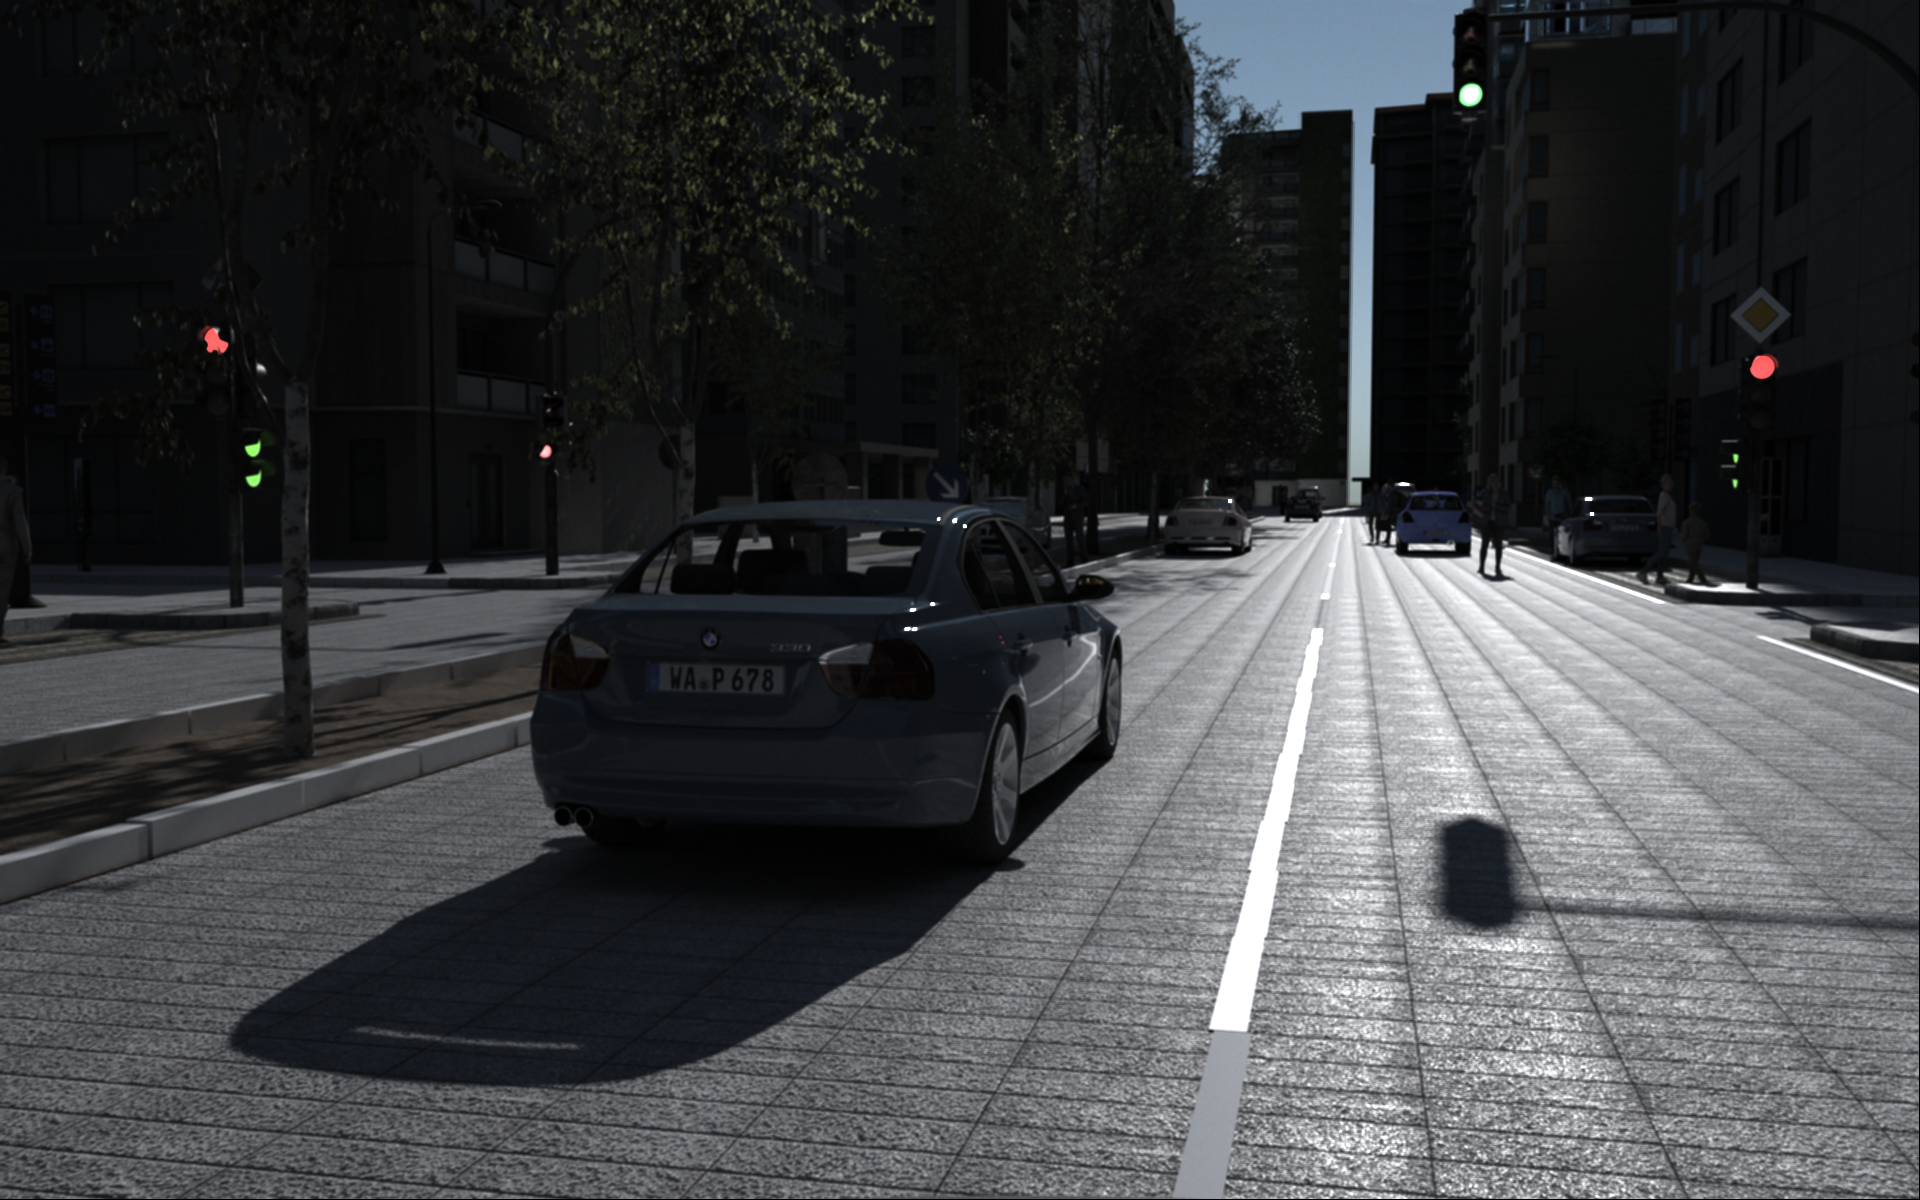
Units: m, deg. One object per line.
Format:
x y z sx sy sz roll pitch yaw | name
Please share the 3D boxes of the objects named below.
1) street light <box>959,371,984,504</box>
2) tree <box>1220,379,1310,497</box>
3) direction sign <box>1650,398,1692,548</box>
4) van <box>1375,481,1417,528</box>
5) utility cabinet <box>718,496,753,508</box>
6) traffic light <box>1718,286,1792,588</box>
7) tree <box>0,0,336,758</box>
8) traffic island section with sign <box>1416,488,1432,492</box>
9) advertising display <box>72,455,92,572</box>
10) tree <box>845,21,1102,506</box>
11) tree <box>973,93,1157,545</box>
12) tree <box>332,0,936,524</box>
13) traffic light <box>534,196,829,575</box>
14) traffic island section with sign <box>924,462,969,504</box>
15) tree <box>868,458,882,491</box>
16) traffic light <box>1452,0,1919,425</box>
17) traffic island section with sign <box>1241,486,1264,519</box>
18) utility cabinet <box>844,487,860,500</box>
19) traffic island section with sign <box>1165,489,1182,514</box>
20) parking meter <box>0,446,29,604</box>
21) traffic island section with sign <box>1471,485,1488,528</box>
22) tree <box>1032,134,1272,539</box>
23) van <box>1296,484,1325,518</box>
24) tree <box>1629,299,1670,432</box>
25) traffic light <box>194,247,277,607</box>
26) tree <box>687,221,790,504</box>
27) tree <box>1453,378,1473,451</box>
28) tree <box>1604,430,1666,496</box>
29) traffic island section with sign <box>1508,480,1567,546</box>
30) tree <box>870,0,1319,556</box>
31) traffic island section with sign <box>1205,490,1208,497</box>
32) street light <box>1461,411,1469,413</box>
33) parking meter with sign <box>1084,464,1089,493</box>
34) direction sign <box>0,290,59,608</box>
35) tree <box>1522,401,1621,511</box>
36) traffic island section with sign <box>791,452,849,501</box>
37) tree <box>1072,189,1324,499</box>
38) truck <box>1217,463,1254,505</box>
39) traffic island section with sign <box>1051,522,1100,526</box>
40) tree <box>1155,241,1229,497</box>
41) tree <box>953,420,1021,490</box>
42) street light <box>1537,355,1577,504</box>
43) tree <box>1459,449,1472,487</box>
0.524 -5.673 65.287 1.470 5.913 1.316 1 4 13 | street light
13.215 -9.115 85.900 8.767 10.594 7.601 1 4 13 | tree
16.860 -3.006 41.149 0.876 3.537 0.379 2 4 28 | direction sign
18.019 -3.938 71.406 2.013 2.044 4.112 1 4 11 | van
-6.485 -2.386 50.168 1.020 1.237 0.306 -1 4 -22 | utility cabinet
10.787 -2.116 23.517 0.839 4.253 0.868 1 4 13 | traffic light
-3.555 -3.460 9.391 4.360 8.622 3.978 0 3 0 | tree
33.096 -6.990 122.920 1.989 1.847 2.006 1 4 13 | traffic island section with sign
-14.554 -1.438 28.731 0.123 1.923 0.974 -3 4 -36 | advertising display
0.244 -4.526 26.821 4.737 8.622 4.395 0 3 0 | tree
1.337 -4.845 32.042 4.360 8.622 3.978 0 3 0 | tree
-2.319 -3.794 14.845 4.360 8.622 3.978 0 3 0 | tree
-4.391 -3.196 26.927 4.771 5.953 1.251 1 4 13 | traffic light
-0.054 -1.075 25.705 2.006 1.907 1.989 1 4 13 | traffic island section with sign
-4.253 -5.061 77.350 1.663 3.219 1.824 0 3 0 | tree
6.980 -2.530 16.041 4.771 5.953 1.251 1 4 13 | traffic light
16.370 -5.559 99.033 2.006 1.907 1.989 1 4 13 | traffic island section with sign
-3.219 -2.541 50.218 0.318 1.500 1.173 1 4 17 | utility cabinet
16.103 -7.225 126.758 1.989 1.847 2.006 1 4 13 | traffic island section with sign
-11.115 -0.889 20.246 0.399 1.863 0.255 -3 4 -37 | parking meter
22.236 -4.028 74.483 1.989 1.847 2.006 1 4 13 | traffic island section with sign
6.061 -8.193 54.545 7.486 12.596 7.792 0 3 0 | tree
21.086 -5.983 104.837 2.013 2.044 4.112 1 4 11 | van
26.912 -6.916 63.441 4.360 8.622 3.978 0 3 0 | tree
-8.198 -1.874 19.557 0.839 4.253 0.868 1 4 13 | traffic light
-5.214 -5.818 45.488 4.737 8.622 4.395 0 3 0 | tree
30.712 -9.186 100.557 4.360 8.622 3.978 0 3 0 | tree
20.253 -3.525 52.233 1.663 3.219 1.824 0 3 0 | tree
16.335 -2.419 48.179 1.989 1.847 2.006 1 4 13 | traffic island section with sign
3.093 -7.777 39.974 12.009 13.543 11.850 0 3 0 | tree
22.010 -8.838 153.124 1.989 1.847 2.006 1 4 13 | traffic island section with sign
28.621 -7.584 96.540 1.470 5.913 1.316 1 4 13 | street light
7.521 -6.307 99.375 0.543 3.016 1.738 0 4 -4 | parking meter with sign
-10.541 -1.681 19.486 0.379 3.537 0.876 2 4 26 | direction sign
21.457 -4.737 61.163 4.285 4.588 4.351 0 3 0 | tree
-1.683 -0.633 18.478 2.006 1.907 1.989 1 4 13 | traffic island section with sign
8.296 -8.772 62.887 9.611 12.733 9.660 0 3 0 | tree
23.455 -9.713 147.715 2.839 4.237 11.283 1 4 14 | truck
5.275 -4.270 78.448 1.989 1.847 2.006 1 4 13 | traffic island section with sign
5.447 -5.861 48.642 4.360 8.622 3.978 0 3 0 | tree
1.216 -5.658 76.230 4.285 4.588 4.351 0 3 0 | tree
19.931 -5.212 57.756 1.470 5.913 1.316 1 4 13 | street light
32.705 -7.571 107.496 4.285 4.588 4.351 0 3 0 | tree
